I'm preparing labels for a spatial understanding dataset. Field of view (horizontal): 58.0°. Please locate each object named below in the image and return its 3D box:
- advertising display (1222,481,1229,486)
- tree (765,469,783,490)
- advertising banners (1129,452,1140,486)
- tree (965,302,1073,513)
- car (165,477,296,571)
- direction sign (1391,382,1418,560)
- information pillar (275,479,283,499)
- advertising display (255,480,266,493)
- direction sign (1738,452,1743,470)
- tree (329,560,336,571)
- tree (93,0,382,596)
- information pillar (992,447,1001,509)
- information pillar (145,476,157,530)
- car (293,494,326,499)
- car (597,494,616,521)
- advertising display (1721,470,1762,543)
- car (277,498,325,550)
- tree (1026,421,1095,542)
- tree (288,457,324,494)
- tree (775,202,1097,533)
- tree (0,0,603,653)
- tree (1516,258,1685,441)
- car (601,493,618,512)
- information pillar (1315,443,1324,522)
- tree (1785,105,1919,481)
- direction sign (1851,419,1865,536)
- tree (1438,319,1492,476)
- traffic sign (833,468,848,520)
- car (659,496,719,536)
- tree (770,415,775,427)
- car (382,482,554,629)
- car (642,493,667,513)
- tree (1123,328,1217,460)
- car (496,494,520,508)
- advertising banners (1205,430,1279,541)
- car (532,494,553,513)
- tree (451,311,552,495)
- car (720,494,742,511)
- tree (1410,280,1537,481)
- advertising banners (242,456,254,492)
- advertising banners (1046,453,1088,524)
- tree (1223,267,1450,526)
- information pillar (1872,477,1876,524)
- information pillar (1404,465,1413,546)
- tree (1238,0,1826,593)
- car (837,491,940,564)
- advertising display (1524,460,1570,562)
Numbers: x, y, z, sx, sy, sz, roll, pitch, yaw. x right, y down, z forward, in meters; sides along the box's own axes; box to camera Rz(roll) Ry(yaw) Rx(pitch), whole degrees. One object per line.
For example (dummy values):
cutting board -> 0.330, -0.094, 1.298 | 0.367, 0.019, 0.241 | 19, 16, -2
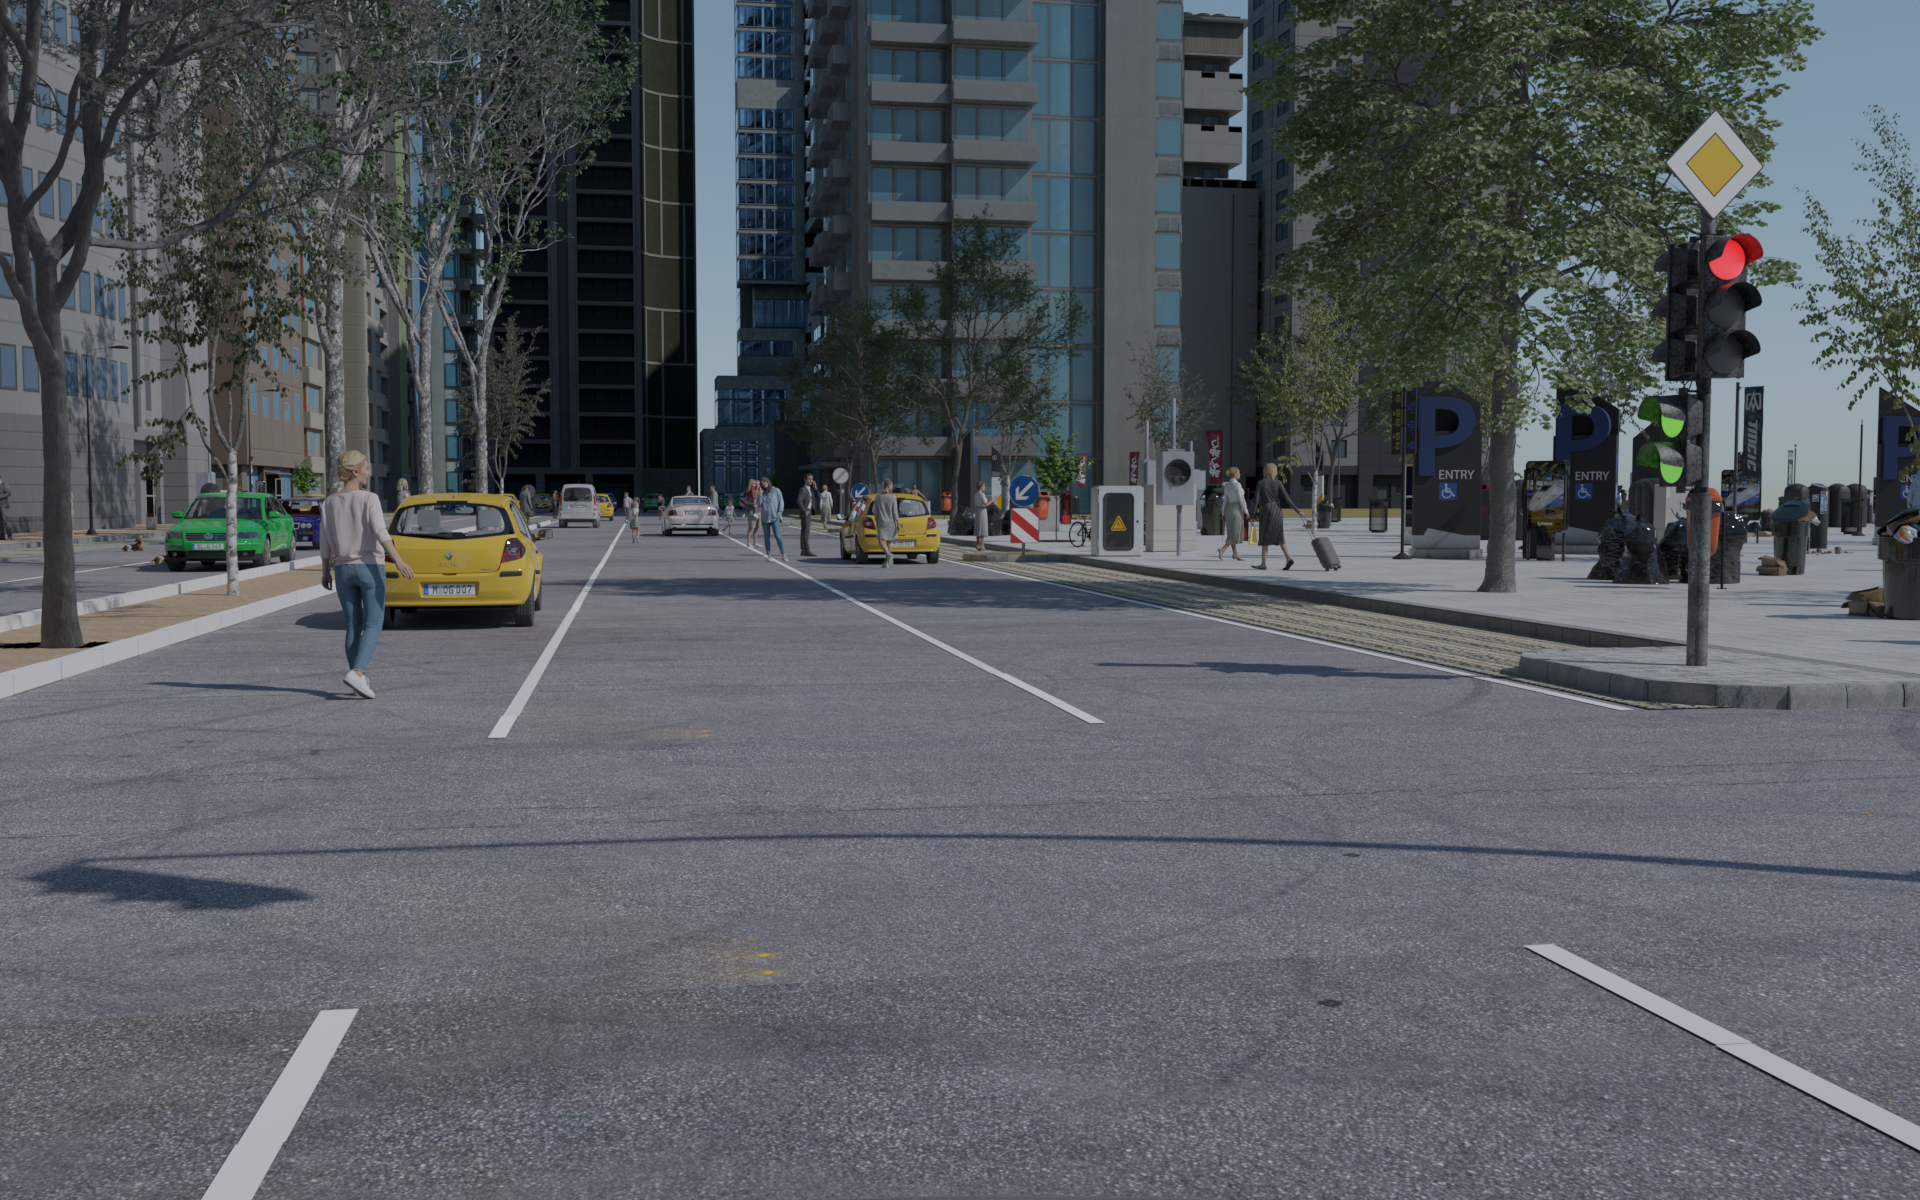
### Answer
advertising display -> 13.062, -4.928, 85.783 | 0.974, 1.923, 0.123 | 0, 4, 6
tree -> -14.294, -8.457, 132.876 | 1.663, 3.219, 1.824 | 0, 3, 0
advertising banners -> 6.621, -4.632, 71.919 | 2.074, 3.025, 0.090 | 3, 5, 43
tree -> 2.057, -7.138, 67.064 | 4.360, 8.622, 3.978 | 0, 3, 0
car -> -14.189, -1.530, 33.817 | 1.959, 1.807, 4.718 | -1, 4, -12
direction sign -> 8.693, -2.566, 33.951 | 0.379, 3.537, 0.876 | -1, 4, -17
information pillar -> -32.466, -4.779, 82.622 | 0.304, 2.012, 0.304 | -1, 4, -15
advertising display -> -32.758, -4.644, 81.149 | 0.123, 1.923, 0.974 | -3, 5, -41
direction sign -> 41.806, -6.163, 92.767 | 0.379, 3.537, 0.876 | 0, 4, 3
tree -> -12.909, -10.633, 32.188 | 12.611, 20.169, 13.585 | 0, 3, 0
tree -> -10.276, -4.372, 24.309 | 4.360, 8.622, 3.978 | 0, 3, 0
information pillar -> 1.764, -5.705, 84.638 | 0.504, 3.616, 0.183 | -1, 4, -9
information pillar -> -29.065, -3.530, 62.206 | 0.304, 2.012, 0.304 | -1, 4, -14
car -> -23.235, -3.171, 62.074 | 2.015, 1.641, 3.980 | -1, 4, -11
car -> -19.517, -5.075, 93.207 | 2.015, 1.641, 3.980 | -1, 4, -11
advertising display -> 20.456, -2.456, 45.376 | 0.974, 1.923, 0.123 | 2, 4, 31
car -> -17.448, -2.025, 45.689 | 1.945, 1.354, 3.894 | -1, 4, -10
tree -> 2.506, -3.172, 46.458 | 1.663, 3.219, 1.824 | 0, 3, 0
tree -> -33.820, -5.819, 89.743 | 1.663, 3.219, 1.824 | 0, 3, 0
tree -> -0.033, -7.424, 55.791 | 7.601, 10.594, 8.767 | 3, 5, 44
tree -> -8.299, -6.284, 15.563 | 12.009, 13.543, 11.850 | 0, 3, 0
tree -> 19.047, -6.152, 50.941 | 4.360, 8.622, 3.978 | 0, 3, 0
car -> -28.962, -8.085, 141.773 | 1.945, 1.707, 3.694 | -1, 4, -12
information pillar -> 16.244, -5.318, 78.306 | 0.183, 3.616, 0.504 | -2, 4, -31
tree -> 17.490, -4.966, 31.560 | 4.737, 8.622, 4.395 | 0, 3, 0
direction sign -> 27.481, -3.723, 52.867 | 0.379, 3.537, 0.876 | 2, 4, 28
tree -> 21.083, -7.345, 70.450 | 4.360, 8.622, 3.978 | 0, 3, 0
traffic sign -> -5.802, -5.143, 84.196 | 0.768, 2.556, 0.104 | 0, 4, -3
car -> -9.406, -2.931, 60.286 | 2.083, 1.381, 4.827 | -1, 4, -11
tree -> -3.759, -8.761, 77.652 | 8.767, 10.594, 7.601 | -1, 4, -21
car -> -5.728, -0.596, 19.960 | 2.015, 1.641, 3.980 | -1, 4, -12
car -> -23.913, -7.759, 135.661 | 1.959, 1.807, 4.718 | -1, 4, -9
tree -> 9.055, -7.717, 76.534 | 4.360, 8.622, 3.978 | 0, 3, 0
car -> -28.311, -5.949, 107.484 | 2.015, 1.641, 3.980 | -1, 4, -9
advertising banners -> 7.662, -3.118, 47.161 | 2.074, 3.025, 0.090 | 2, 4, 24
car -> -32.728, -7.672, 135.668 | 2.015, 1.641, 3.980 | -1, 4, -10
tree -> -18.274, -7.093, 68.797 | 4.360, 8.622, 3.978 | 0, 3, 0
car -> -19.761, -8.626, 149.838 | 1.959, 1.807, 4.718 | -1, 4, -9
tree -> 17.529, -6.610, 58.434 | 4.737, 8.622, 4.395 | 0, 3, 0
advertising banners -> -32.860, -5.099, 79.556 | 0.090, 3.025, 2.074 | 0, 4, 1
advertising banners -> 4.481, -4.743, 73.736 | 2.074, 3.025, 0.090 | -1, 4, -15
tree -> 14.649, -8.195, 68.401 | 8.767, 10.594, 7.601 | 0, 4, -2
information pillar -> 39.128, -4.242, 73.851 | 0.304, 2.012, 0.304 | -3, 5, -41
information pillar -> 11.241, -2.368, 43.215 | 0.304, 2.012, 0.304 | 1, 4, 16
tree -> 7.327, -6.393, 22.655 | 7.486, 12.596, 7.792 | 0, 3, 0
car -> -1.550, -1.629, 36.858 | 2.015, 1.641, 3.980 | -1, 4, -11
advertising display -> 11.260, -1.714, 33.243 | 0.123, 1.923, 0.974 | -2, 4, -30
